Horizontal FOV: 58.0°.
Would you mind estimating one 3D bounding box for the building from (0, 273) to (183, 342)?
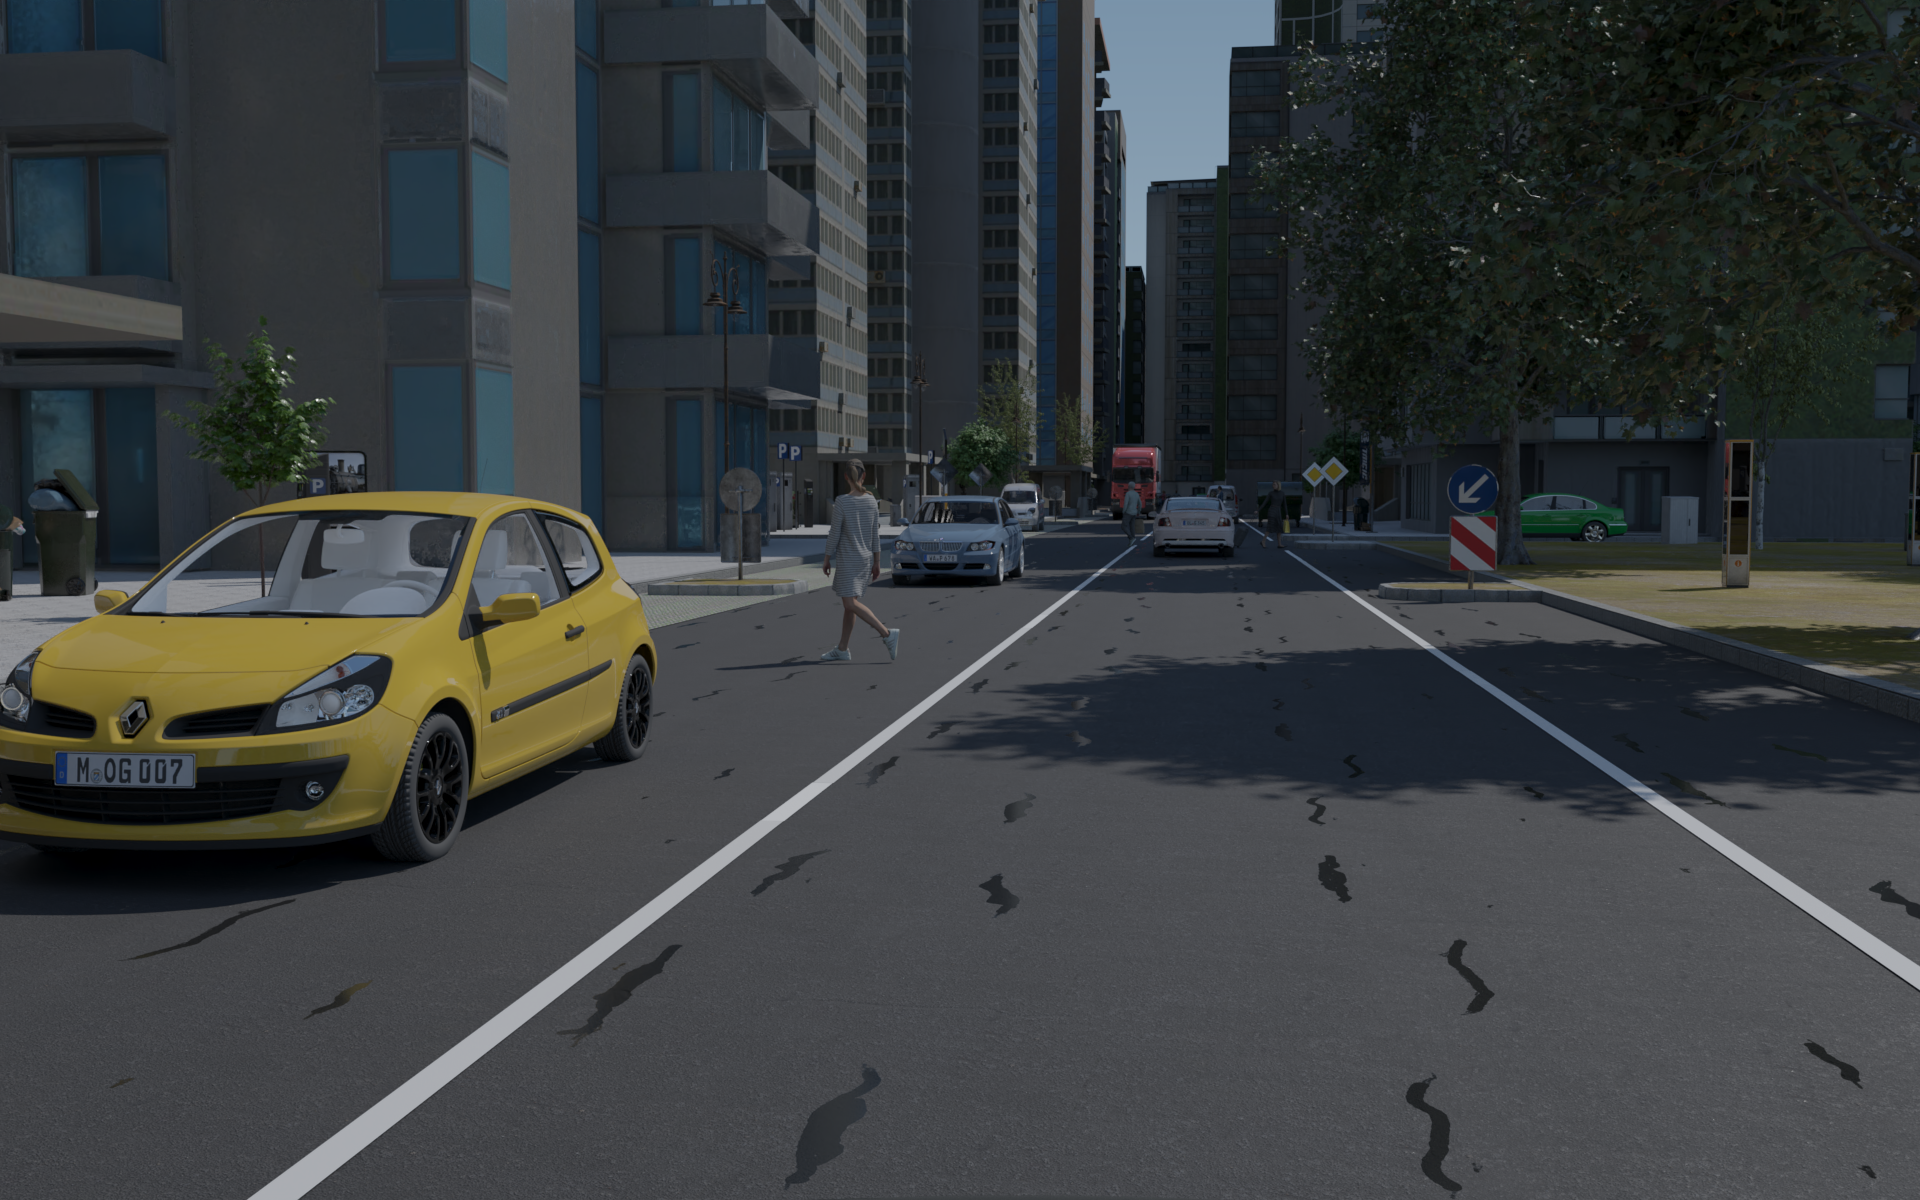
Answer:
[{"bbox_3d":[-22.748,-25.361,3.884,28.713,52.752,27.495,0,4,8],"label":"building"}]

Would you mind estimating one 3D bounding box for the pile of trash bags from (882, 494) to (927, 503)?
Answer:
[{"bbox_3d":[-2.960,-5.296,96.345,3.447,1.369,1.912,-1,4,-19],"label":"pile of trash bags"}]

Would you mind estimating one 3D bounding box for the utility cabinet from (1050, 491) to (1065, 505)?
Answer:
[{"bbox_3d":[7.192,-7.259,127.356,1.173,1.500,0.318,2,4,28],"label":"utility cabinet"}]

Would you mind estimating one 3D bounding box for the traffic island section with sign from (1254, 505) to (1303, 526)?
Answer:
[{"bbox_3d":[14.582,-4.308,79.062,1.989,1.847,2.006,0,4,8],"label":"traffic island section with sign"}]

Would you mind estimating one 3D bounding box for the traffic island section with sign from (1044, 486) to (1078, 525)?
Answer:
[{"bbox_3d":[4.493,-4.405,80.657,1.989,1.847,2.006,0,4,8],"label":"traffic island section with sign"}]

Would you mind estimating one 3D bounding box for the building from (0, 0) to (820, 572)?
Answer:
[{"bbox_3d":[-19.143,-25.610,38.333,30.456,49.044,23.786,0,4,8],"label":"building"}]

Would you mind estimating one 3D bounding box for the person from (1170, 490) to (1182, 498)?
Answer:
[{"bbox_3d":[19.356,-8.949,154.906,1.350,1.814,0.705,0,4,-1],"label":"person"}]

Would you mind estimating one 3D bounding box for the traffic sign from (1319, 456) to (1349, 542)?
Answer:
[{"bbox_3d":[9.951,-2.601,46.167,0.795,2.450,0.064,0,4,8],"label":"traffic sign"}]

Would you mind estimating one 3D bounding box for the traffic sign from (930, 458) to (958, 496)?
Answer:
[{"bbox_3d":[-0.439,-2.691,47.637,0.795,2.450,0.064,0,4,8],"label":"traffic sign"}]

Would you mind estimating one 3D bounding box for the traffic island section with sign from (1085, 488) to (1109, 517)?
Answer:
[{"bbox_3d":[8.272,-6.057,107.654,1.989,1.847,2.006,0,4,8],"label":"traffic island section with sign"}]

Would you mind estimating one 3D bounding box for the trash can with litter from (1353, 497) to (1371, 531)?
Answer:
[{"bbox_3d":[14.003,-2.968,59.906,0.624,1.170,1.055,-1,4,-10],"label":"trash can with litter"}]

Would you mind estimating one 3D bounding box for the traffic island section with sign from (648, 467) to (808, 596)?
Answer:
[{"bbox_3d":[-3.283,-1.011,25.162,1.989,1.847,2.006,0,4,8],"label":"traffic island section with sign"}]

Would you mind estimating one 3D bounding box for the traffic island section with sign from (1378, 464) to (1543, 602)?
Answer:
[{"bbox_3d":[6.863,-0.938,23.966,1.989,1.847,2.006,0,4,8],"label":"traffic island section with sign"}]

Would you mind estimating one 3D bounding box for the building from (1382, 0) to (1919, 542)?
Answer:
[{"bbox_3d":[21.646,-22.820,56.703,14.086,41.232,14.154,0,4,8],"label":"building"}]

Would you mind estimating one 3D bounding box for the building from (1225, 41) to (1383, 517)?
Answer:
[{"bbox_3d":[24.785,-20.987,114.833,14.160,30.474,14.107,0,4,8],"label":"building"}]

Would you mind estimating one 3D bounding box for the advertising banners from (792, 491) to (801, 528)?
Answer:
[{"bbox_3d":[-6.912,-4.239,65.491,2.074,3.025,0.090,2,4,27],"label":"advertising banners"}]

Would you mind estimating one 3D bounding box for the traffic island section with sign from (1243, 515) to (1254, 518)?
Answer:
[{"bbox_3d":[18.395,-5.967,106.187,1.989,1.847,2.006,0,4,8],"label":"traffic island section with sign"}]

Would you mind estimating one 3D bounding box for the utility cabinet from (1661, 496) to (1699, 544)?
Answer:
[{"bbox_3d":[18.654,-2.062,44.871,1.020,1.237,0.306,-2,4,-25],"label":"utility cabinet"}]

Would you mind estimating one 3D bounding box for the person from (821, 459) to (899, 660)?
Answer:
[{"bbox_3d":[-0.853,-0.342,14.835,0.760,1.731,0.466,1,4,18],"label":"person"}]

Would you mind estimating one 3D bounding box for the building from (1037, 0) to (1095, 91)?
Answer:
[{"bbox_3d":[3.267,-29.816,137.607,14.600,45.320,14.200,0,4,8],"label":"building"}]

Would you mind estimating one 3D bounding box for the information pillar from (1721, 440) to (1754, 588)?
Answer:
[{"bbox_3d":[10.638,-1.175,23.706,0.304,2.012,0.304,1,4,12],"label":"information pillar"}]

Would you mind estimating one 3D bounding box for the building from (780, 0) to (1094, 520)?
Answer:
[{"bbox_3d":[-7.939,-25.567,109.896,32.217,40.220,23.993,0,4,8],"label":"building"}]

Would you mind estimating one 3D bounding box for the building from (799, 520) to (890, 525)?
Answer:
[{"bbox_3d":[-17.444,-23.676,78.979,32.217,40.220,23.993,0,4,8],"label":"building"}]

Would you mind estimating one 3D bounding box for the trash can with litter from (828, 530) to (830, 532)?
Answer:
[{"bbox_3d":[-3.645,-2.908,58.607,1.678,1.210,2.233,-1,4,-12],"label":"trash can with litter"}]

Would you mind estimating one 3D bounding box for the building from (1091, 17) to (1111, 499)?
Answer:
[{"bbox_3d":[2.346,-30.877,159.455,22.147,44.769,28.867,0,4,8],"label":"building"}]

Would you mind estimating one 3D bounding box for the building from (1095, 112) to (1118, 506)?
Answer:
[{"bbox_3d":[9.018,-30.436,181.225,14.154,41.232,14.086,0,4,8],"label":"building"}]

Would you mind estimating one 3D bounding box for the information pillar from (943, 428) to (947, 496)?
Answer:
[{"bbox_3d":[-0.536,-4.288,61.461,0.183,3.616,0.504,-1,4,-10],"label":"information pillar"}]

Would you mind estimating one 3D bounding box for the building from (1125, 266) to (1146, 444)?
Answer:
[{"bbox_3d":[16.474,-27.455,220.596,14.107,30.474,14.160,0,4,8],"label":"building"}]

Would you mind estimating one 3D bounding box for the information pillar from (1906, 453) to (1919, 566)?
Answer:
[{"bbox_3d":[17.042,-1.606,30.749,0.304,2.012,0.304,1,4,14],"label":"information pillar"}]

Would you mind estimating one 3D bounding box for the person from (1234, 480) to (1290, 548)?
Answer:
[{"bbox_3d":[7.996,-2.275,45.906,1.509,1.804,0.699,2,4,29],"label":"person"}]

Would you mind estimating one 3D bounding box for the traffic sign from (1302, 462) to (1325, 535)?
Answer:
[{"bbox_3d":[11.059,-3.085,54.075,0.795,2.450,0.064,0,4,8],"label":"traffic sign"}]

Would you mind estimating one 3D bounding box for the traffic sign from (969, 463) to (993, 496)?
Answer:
[{"bbox_3d":[0.669,-3.175,55.546,0.795,2.450,0.064,0,4,8],"label":"traffic sign"}]

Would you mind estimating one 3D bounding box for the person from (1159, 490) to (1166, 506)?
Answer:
[{"bbox_3d":[17.265,-8.465,147.625,0.721,1.743,1.217,-1,4,-22],"label":"person"}]

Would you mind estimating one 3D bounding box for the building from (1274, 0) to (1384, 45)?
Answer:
[{"bbox_3d":[42.913,-46.017,190.623,20.563,71.187,20.611,0,4,8],"label":"building"}]

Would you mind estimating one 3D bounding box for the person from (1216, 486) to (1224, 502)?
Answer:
[{"bbox_3d":[12.184,-4.422,80.830,0.654,1.822,0.581,1,4,9],"label":"person"}]

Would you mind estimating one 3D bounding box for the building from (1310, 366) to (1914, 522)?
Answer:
[{"bbox_3d":[34.388,-24.092,85.788,32.217,40.220,23.993,0,4,8],"label":"building"}]

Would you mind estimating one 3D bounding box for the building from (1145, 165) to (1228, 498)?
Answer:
[{"bbox_3d":[30.430,-32.703,218.290,14.086,41.232,14.154,0,4,8],"label":"building"}]

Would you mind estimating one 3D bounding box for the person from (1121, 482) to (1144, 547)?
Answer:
[{"bbox_3d":[4.762,-2.350,47.401,0.515,1.767,0.782,3,5,44],"label":"person"}]

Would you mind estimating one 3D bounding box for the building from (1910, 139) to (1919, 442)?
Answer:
[{"bbox_3d":[51.477,-28.902,61.781,27.495,52.752,28.713,0,4,8],"label":"building"}]

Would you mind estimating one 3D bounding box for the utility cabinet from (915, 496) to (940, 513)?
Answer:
[{"bbox_3d":[-1.199,-3.353,65.979,1.020,1.237,0.306,0,4,3],"label":"utility cabinet"}]

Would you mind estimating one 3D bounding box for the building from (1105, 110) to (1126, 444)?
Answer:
[{"bbox_3d":[11.577,-33.579,199.124,14.200,45.320,14.600,0,4,8],"label":"building"}]

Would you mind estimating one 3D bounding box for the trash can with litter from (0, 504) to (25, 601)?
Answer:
[{"bbox_3d":[-11.489,-0.560,20.546,0.624,1.170,1.055,-1,4,-22],"label":"trash can with litter"}]
